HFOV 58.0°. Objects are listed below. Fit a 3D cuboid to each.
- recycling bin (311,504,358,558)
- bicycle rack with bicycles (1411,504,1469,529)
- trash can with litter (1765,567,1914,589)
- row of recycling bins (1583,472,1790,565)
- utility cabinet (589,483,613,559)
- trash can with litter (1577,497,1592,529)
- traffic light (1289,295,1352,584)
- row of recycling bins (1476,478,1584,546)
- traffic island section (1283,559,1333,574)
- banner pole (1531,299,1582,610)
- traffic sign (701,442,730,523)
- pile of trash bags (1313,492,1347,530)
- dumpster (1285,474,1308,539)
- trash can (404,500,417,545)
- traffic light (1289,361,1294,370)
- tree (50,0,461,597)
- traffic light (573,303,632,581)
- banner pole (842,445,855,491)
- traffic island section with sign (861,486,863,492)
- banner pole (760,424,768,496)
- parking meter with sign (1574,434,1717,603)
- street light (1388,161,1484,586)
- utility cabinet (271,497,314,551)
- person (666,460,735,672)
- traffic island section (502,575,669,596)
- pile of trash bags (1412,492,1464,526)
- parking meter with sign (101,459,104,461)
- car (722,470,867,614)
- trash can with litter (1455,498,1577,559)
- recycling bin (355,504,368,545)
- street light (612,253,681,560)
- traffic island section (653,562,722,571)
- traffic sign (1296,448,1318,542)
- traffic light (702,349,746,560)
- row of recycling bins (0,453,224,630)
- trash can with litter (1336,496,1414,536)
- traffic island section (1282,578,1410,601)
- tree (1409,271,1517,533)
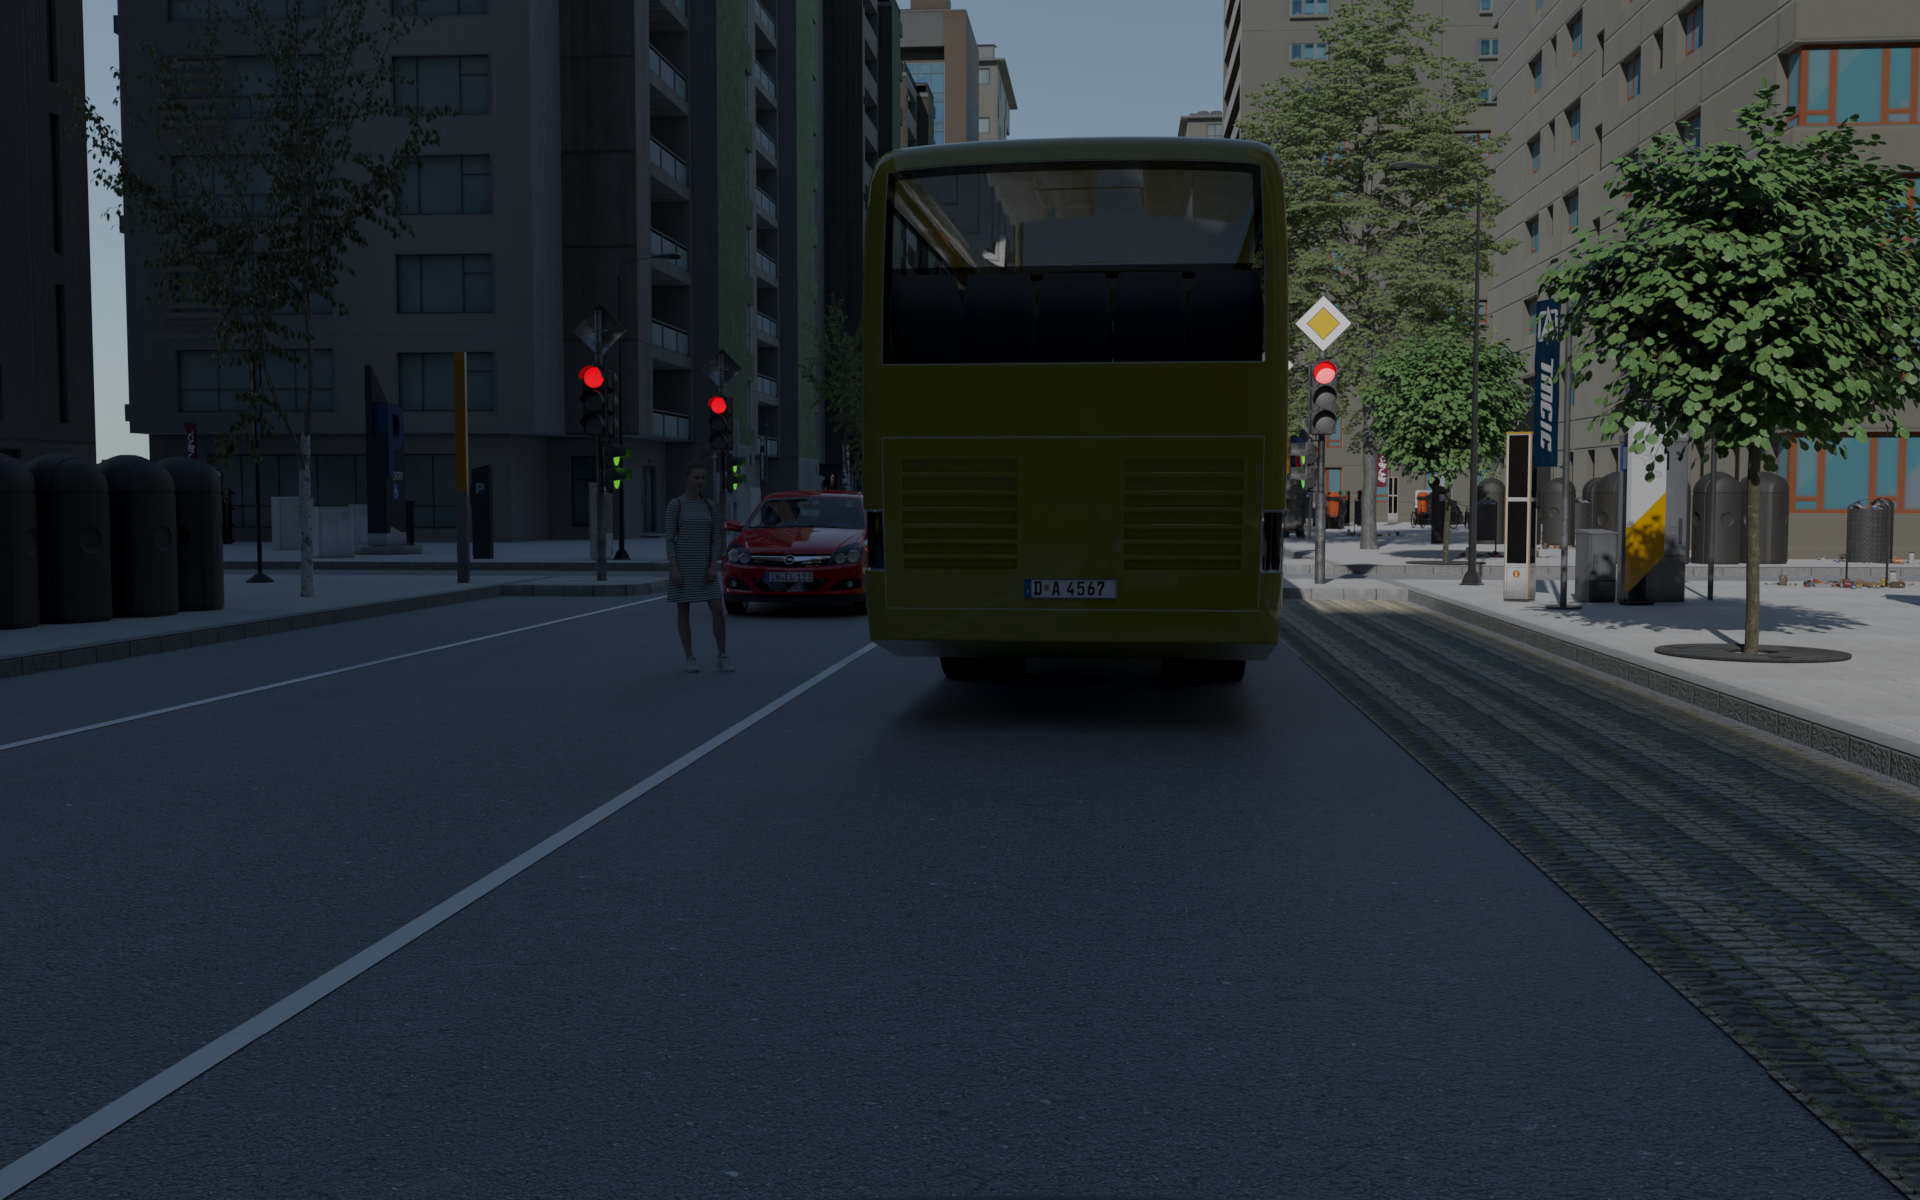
[{"bbox_3d":[-12.720,-1.369,34.942,0.722,1.027,0.722,-3,5,-43],"label":"recycling bin"},{"bbox_3d":[18.214,-3.122,64.431,2.852,0.926,2.925,0,4,2],"label":"bicycle rack with bicycles"},{"bbox_3d":[12.185,-0.799,24.117,2.233,1.210,1.678,1,4,18],"label":"trash can with litter"},{"bbox_3d":[13.478,-1.515,31.875,3.534,1.692,1.069,0,4,-2],"label":"row of recycling bins"},{"bbox_3d":[-7.046,-1.554,34.085,0.318,1.500,1.173,0,4,-4],"label":"utility cabinet"},{"bbox_3d":[14.232,-1.812,40.690,2.233,1.210,1.678,-1,4,-22],"label":"trash can with litter"},{"bbox_3d":[5.123,-2.185,24.643,0.839,4.253,0.868,0,4,5],"label":"traffic light"},{"bbox_3d":[14.693,-2.232,43.610,3.534,1.692,1.069,3,4,36],"label":"row of recycling bins"},{"bbox_3d":[5.876,-0.638,32.706,2.009,0.180,2.903,0,4,5],"label":"traffic island section"},{"bbox_3d":[6.685,-1.802,19.480,0.401,3.779,0.863,-1,4,-16],"label":"banner pole"},{"bbox_3d":[-5.853,-2.530,41.472,0.768,2.556,0.104,1,4,13],"label":"traffic sign"},{"bbox_3d":[13.297,-3.300,63.715,1.912,1.369,3.447,0,4,-6],"label":"pile of trash bags"},{"bbox_3d":[9.429,-2.725,50.308,1.264,1.857,1.865,0,4,5],"label":"dumpster"},{"bbox_3d":[-12.658,-1.683,39.165,0.748,1.137,0.748,0,3,0],"label":"trash can"},{"bbox_3d":[5.837,-2.671,32.596,0.839,4.253,0.868,0,4,5],"label":"traffic light"},{"bbox_3d":[-8.399,-4.343,21.376,4.360,8.622,3.978,0,3,0],"label":"tree"},{"bbox_3d":[-5.298,-2.241,25.558,0.839,4.253,0.868,0,4,5],"label":"traffic light"},{"bbox_3d":[-4.904,-5.330,77.166,0.863,3.779,0.401,-3,4,-39],"label":"banner pole"},{"bbox_3d":[-2.784,-2.787,54.190,1.989,1.847,2.006,0,4,5],"label":"traffic island section with sign"},{"bbox_3d":[-7.013,-4.406,62.051,0.401,3.779,0.863,-2,4,-28],"label":"banner pole"},{"bbox_3d":[8.242,-1.491,20.647,1.738,3.016,0.543,-1,4,-11],"label":"parking meter with sign"},{"bbox_3d":[6.683,-3.167,24.317,1.470,5.913,1.316,0,4,5],"label":"street light"},{"bbox_3d":[-15.195,-1.732,39.484,0.306,1.237,1.020,2,4,25],"label":"utility cabinet"},{"bbox_3d":[-2.141,-0.274,13.992,0.512,1.701,0.522,-2,4,-32],"label":"person"},{"bbox_3d":[-5.337,-0.209,25.696,2.009,0.180,2.903,0,4,5],"label":"traffic island section"},{"bbox_3d":[19.673,-3.800,71.875,1.912,1.369,3.447,2,4,33],"label":"pile of trash bags"},{"bbox_3d":[-43.862,-5.586,87.586,1.738,3.016,0.543,1,4,13],"label":"parking meter with sign"},{"bbox_3d":[-1.843,-0.794,22.018,2.155,1.783,4.494,0,4,3],"label":"car"},{"bbox_3d":[10.980,-1.460,34.923,2.233,1.210,1.678,0,4,3],"label":"trash can with litter"},{"bbox_3d":[-14.687,-1.857,42.918,0.722,1.027,0.722,-3,4,-36],"label":"recycling bin"},{"bbox_3d":[-6.055,-3.730,33.533,1.470,5.913,1.316,0,4,5],"label":"street light"},{"bbox_3d":[-4.623,-0.695,33.649,2.009,0.180,2.903,0,4,5],"label":"traffic island section"},{"bbox_3d":[9.282,-2.803,45.928,0.768,2.556,0.104,1,4,11],"label":"traffic sign"},{"bbox_3d":[-4.584,-2.727,33.511,0.839,4.253,0.868,0,4,5],"label":"traffic light"},{"bbox_3d":[-8.918,-0.657,17.859,1.069,1.692,3.534,1,4,15],"label":"row of recycling bins"},{"bbox_3d":[12.683,-2.556,52.844,2.233,1.210,1.678,1,4,20],"label":"trash can with litter"},{"bbox_3d":[5.162,-0.151,24.753,2.009,0.180,2.903,0,4,5],"label":"traffic island section"},{"bbox_3d":[15.907,-6.469,56.136,4.737,8.622,4.395,0,3,0],"label":"tree"}]
